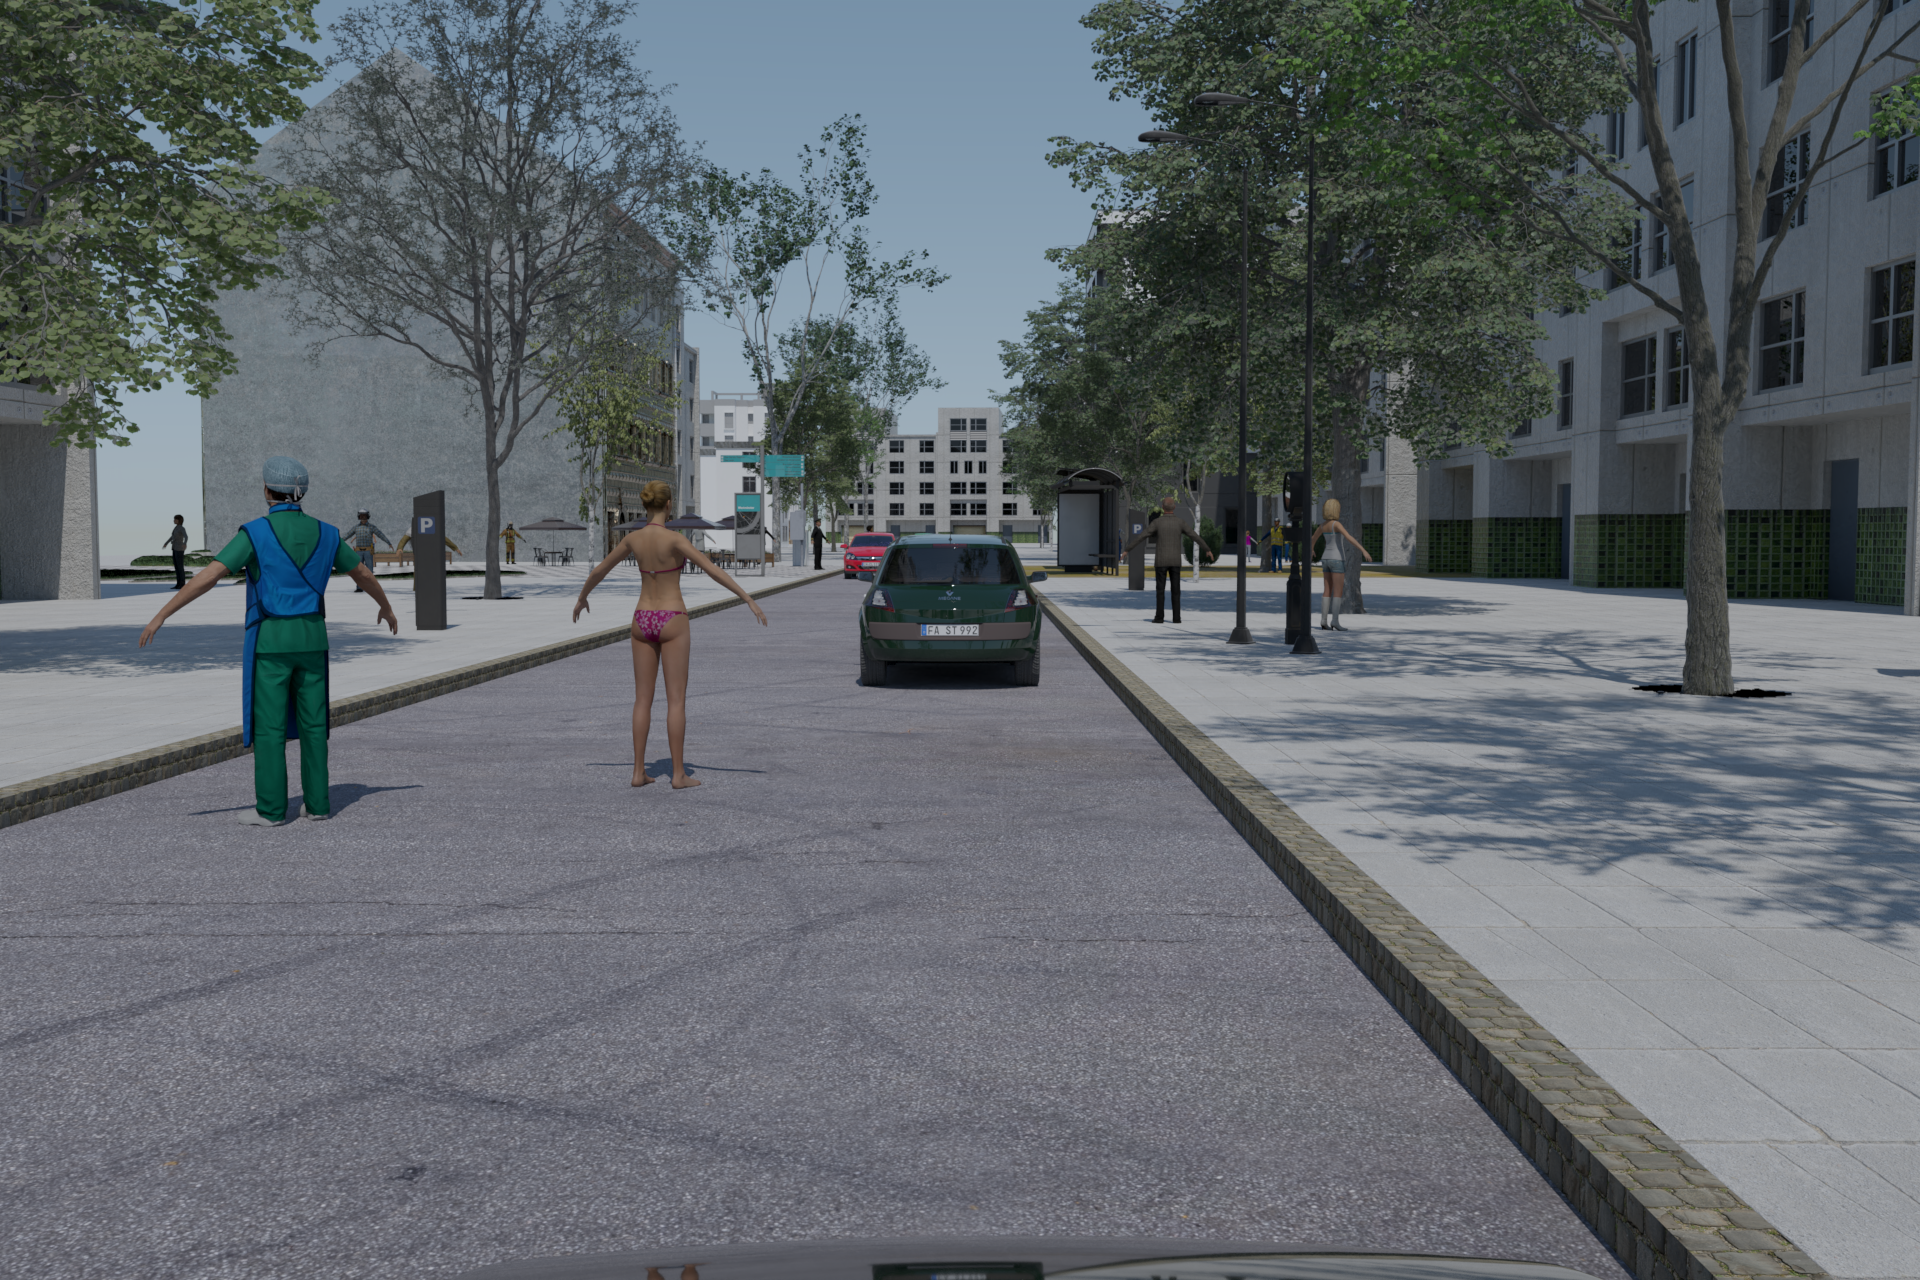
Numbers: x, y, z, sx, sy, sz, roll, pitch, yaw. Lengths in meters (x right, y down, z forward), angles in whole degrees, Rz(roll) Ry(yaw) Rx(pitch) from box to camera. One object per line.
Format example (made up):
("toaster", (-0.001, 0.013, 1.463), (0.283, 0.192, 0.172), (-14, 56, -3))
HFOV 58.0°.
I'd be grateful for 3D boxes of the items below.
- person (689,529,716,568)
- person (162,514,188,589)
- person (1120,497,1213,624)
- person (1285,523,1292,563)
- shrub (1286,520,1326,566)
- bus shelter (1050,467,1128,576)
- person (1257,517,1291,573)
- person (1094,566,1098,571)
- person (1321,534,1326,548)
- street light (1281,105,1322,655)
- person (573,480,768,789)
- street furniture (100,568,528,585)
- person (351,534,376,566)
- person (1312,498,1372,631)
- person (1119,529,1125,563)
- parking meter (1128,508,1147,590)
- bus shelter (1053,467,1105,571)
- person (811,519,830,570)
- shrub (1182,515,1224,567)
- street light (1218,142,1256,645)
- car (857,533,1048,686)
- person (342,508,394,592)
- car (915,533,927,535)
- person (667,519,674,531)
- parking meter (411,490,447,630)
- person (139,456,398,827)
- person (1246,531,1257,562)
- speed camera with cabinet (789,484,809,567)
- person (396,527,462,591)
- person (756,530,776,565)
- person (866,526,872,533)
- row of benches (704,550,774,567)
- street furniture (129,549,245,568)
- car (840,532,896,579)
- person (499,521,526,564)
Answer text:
("person", (-9.810, -3.629, 65.522), (1.347, 1.806, 0.705), (2, 4, 33))
("person", (-18.233, -2.048, 40.245), (1.215, 1.744, 0.721), (3, 5, 43))
("person", (2.984, -1.143, 24.868), (1.348, 1.807, 0.705), (0, 4, -2))
("person", (14.791, -4.354, 77.648), (1.216, 1.772, 0.721), (-1, 4, -22))
("shrub", (14.065, -4.035, 70.387), (1.690, 2.028, 1.600), (0, 3, 0))
("bus shelter", (4.061, -3.755, 55.324), (2.014, 3.302, 5.546), (0, 4, -1))
("person", (10.362, -3.104, 56.715), (1.349, 1.833, 0.705), (3, 5, 41))
("person", (4.590, -3.300, 60.228), (1.348, 1.796, 0.705), (1, 4, 14))
("person", (16.777, -4.457, 79.007), (0.704, 1.812, 1.346), (-2, 4, -27))
("street light", (4.249, -2.804, 18.391), (1.470, 5.913, 1.316), (0, 4, 0))
("person", (-1.673, -0.037, 9.859), (1.217, 1.733, 0.721), (1, 4, 17))
("street furniture", (-28.162, -2.954, 53.326), (27.439, 1.986, 14.083), (1, 4, 21))
("person", (-24.017, -3.899, 69.887), (1.345, 1.843, 0.704), (2, 4, 26))
("person", (5.021, -1.005, 23.038), (0.721, 1.753, 1.214), (-2, 4, -28))
("person", (6.988, -4.354, 77.040), (1.347, 1.847, 0.705), (0, 4, 4))
("parking meter", (4.041, -2.063, 39.435), (0.399, 1.863, 0.255), (0, 4, 1))
("bus shelter", (4.383, -4.441, 63.899), (1.731, 3.624, 6.357), (0, 4, 1))
("person", (-5.049, -3.429, 61.998), (0.705, 1.837, 1.347), (2, 4, 23))
("shrub", (9.357, -3.836, 66.767), (1.661, 2.075, 1.752), (0, 3, 0))
("street light", (3.830, -2.909, 20.095), (1.470, 5.913, 1.316), (0, 4, 0))
("car", (-0.083, -0.486, 17.735), (2.009, 1.686, 4.222), (0, 4, 0))
("person", (-13.077, -1.967, 38.007), (1.345, 1.849, 0.704), (0, 4, -1))
("car", (-2.249, -6.185, 109.915), (1.959, 1.807, 4.718), (0, 4, 0))
("person", (-10.008, -3.278, 59.817), (0.704, 1.802, 1.346), (2, 4, 29))
("parking meter", (-7.085, -1.064, 23.111), (0.399, 1.863, 0.255), (0, 4, 1))
("person", (-3.357, -0.001, 8.600), (0.704, 1.817, 1.347), (3, 5, 40))
("person", (13.080, -4.238, 78.555), (0.991, 1.433, 0.599), (3, 4, 38))
("speed camera with cabinet", (-6.371, -4.541, 68.580), (0.660, 3.252, 2.038), (0, 3, 0))
("person", (-8.584, -1.297, 27.984), (0.721, 1.736, 1.217), (3, 4, 38))
("person", (-8.307, -4.049, 72.382), (1.347, 1.806, 0.705), (1, 4, 13))
("person", (-3.230, -3.319, 63.442), (0.721, 1.740, 1.216), (-2, 4, -30))
("row of benches", (-8.851, -3.189, 67.609), (4.104, 0.672, 1.422), (3, 4, 37))
("street furniture", (-29.951, -3.356, 70.494), (5.734, 0.657, 10.072), (0, 4, -5))
("car", (-2.803, -2.903, 56.497), (2.155, 1.783, 4.494), (0, 3, 0))
("person", (-19.013, -4.128, 73.268), (1.354, 1.858, 0.705), (-3, 5, -41))
